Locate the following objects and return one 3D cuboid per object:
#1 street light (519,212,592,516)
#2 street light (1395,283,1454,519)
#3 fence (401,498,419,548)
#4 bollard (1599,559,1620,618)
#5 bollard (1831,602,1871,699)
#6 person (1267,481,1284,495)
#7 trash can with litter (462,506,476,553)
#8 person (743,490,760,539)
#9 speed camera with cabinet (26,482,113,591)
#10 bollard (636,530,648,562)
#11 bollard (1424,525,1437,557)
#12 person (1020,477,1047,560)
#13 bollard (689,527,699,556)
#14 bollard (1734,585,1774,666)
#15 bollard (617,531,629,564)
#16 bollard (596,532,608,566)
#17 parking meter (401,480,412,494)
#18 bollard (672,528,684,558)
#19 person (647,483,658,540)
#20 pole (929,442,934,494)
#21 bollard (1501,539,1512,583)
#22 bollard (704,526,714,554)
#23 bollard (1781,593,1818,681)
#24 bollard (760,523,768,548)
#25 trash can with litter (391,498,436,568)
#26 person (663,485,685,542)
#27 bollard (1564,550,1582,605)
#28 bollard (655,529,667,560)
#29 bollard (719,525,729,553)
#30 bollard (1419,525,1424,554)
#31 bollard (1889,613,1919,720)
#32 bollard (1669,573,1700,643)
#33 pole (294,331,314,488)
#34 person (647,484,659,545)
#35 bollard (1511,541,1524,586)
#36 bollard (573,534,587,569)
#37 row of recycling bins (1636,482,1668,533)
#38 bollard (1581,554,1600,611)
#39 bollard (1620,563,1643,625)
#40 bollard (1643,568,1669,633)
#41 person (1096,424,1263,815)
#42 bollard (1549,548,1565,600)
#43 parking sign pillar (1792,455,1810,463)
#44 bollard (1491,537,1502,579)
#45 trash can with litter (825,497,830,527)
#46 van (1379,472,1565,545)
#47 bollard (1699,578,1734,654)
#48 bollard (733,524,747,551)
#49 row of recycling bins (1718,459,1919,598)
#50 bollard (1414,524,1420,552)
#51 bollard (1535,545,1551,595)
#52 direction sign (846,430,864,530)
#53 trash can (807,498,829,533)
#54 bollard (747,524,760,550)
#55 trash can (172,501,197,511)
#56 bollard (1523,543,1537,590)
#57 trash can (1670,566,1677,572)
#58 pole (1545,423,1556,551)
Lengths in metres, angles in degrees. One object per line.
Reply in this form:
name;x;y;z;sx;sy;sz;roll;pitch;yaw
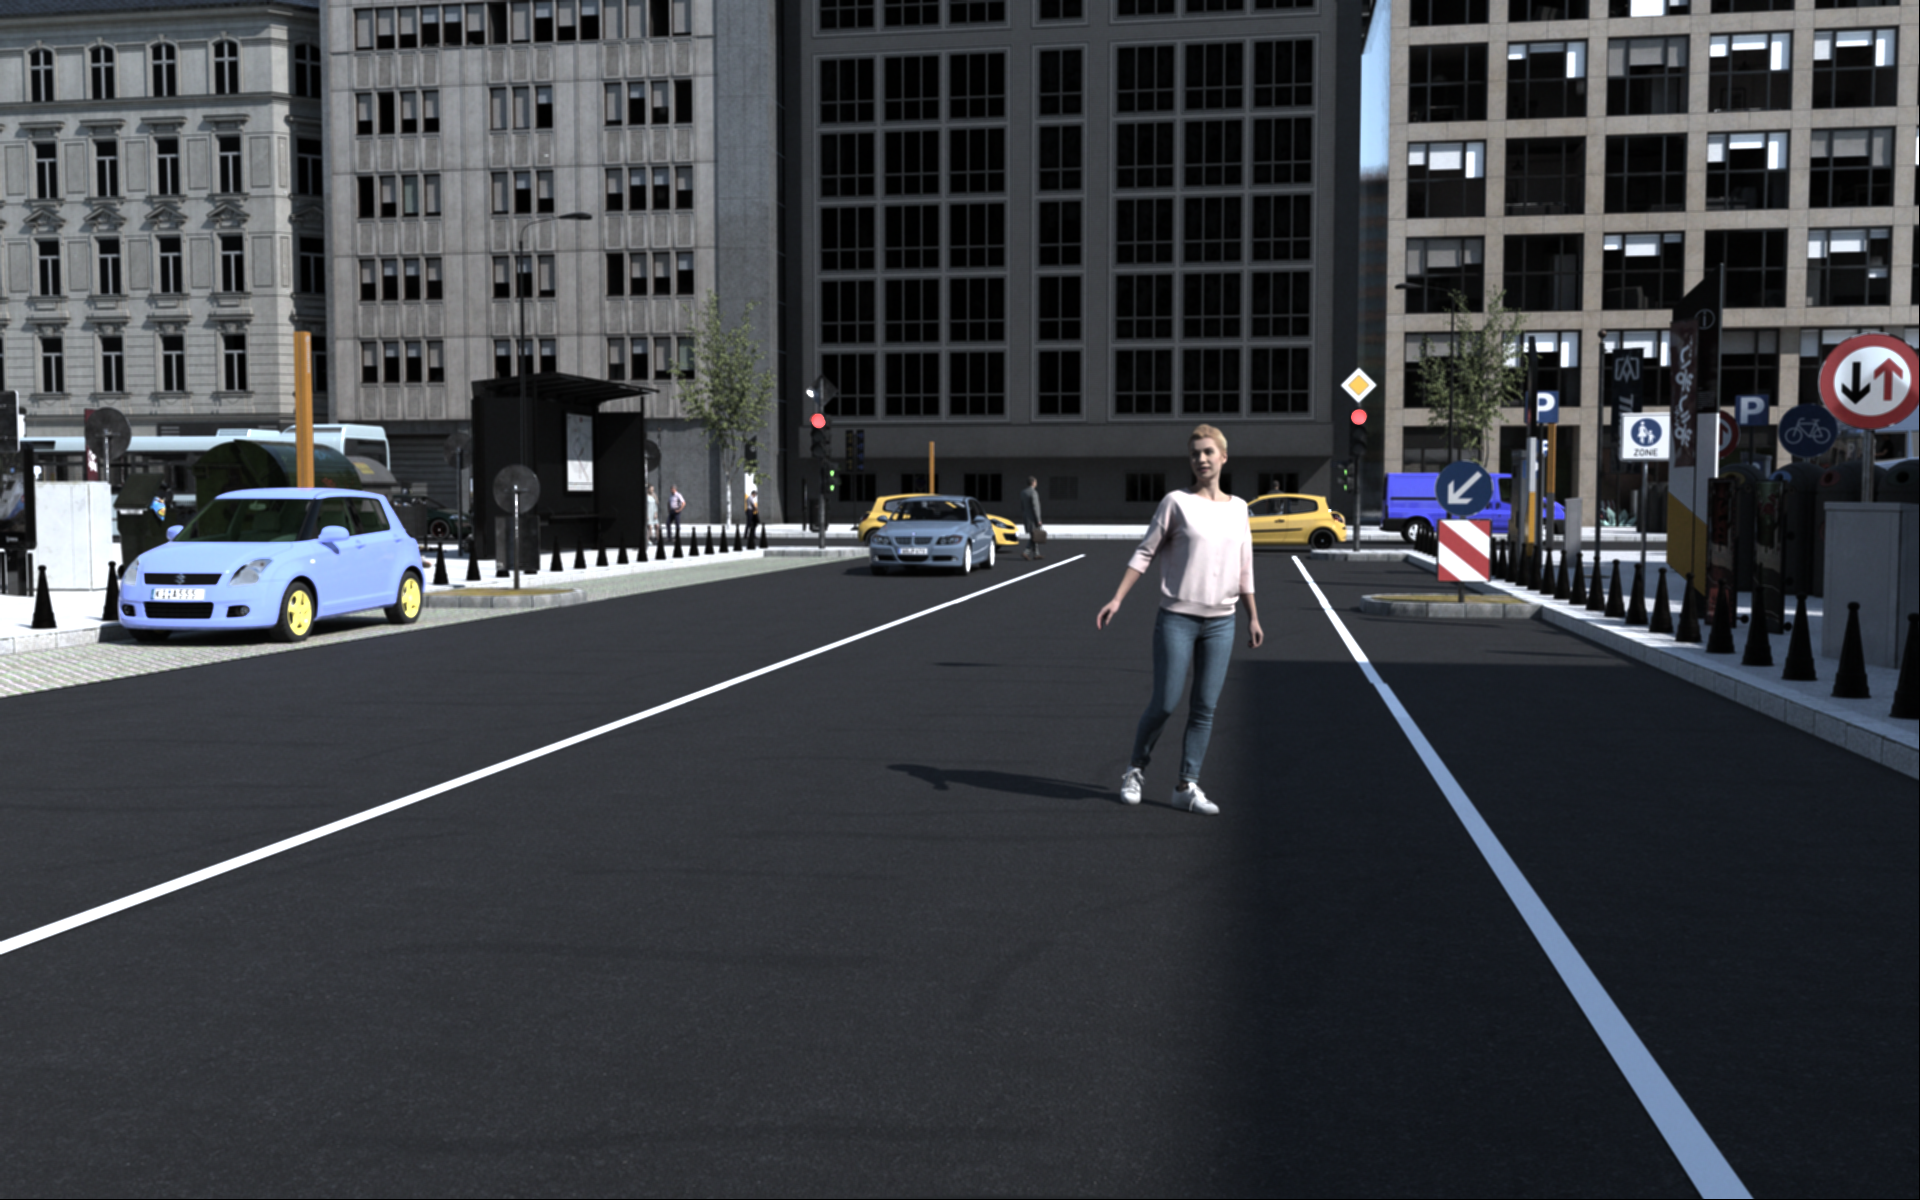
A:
street light;-6.741;-3.438;28.756;1.470;5.913;1.316;1;4;10
street light;10.275;-4.017;38.227;1.470;5.913;1.316;1;4;10
fence;-13.368;-1.881;41.962;0.480;1.192;2.264;-2;4;-26
bollard;6.838;-0.124;18.064;0.229;0.601;0.229;0;3;0
bollard;5.641;0.312;10.948;0.229;0.601;0.229;0;3;0
person;8.978;-2.473;49.055;0.598;1.807;0.434;2;4;33
trash can with litter;-10.508;-1.601;37.566;0.624;1.170;1.055;-3;5;-44
person;-6.695;-2.746;55.611;0.590;1.554;0.614;-1;4;-21
speed camera with cabinet;-12.407;-1.752;22.989;2.038;3.252;0.660;0;4;2
bollard;-6.020;-1.025;32.799;0.229;0.601;0.229;0;3;0
bollard;9.923;-1.244;36.380;0.229;0.601;0.229;0;3;0
person;1.600;-1.776;37.635;0.767;1.812;0.694;-2;4;-30
bollard;-5.509;-1.212;35.851;0.229;0.601;0.229;0;3;0
bollard;5.987;0.187;12.986;0.229;0.601;0.229;0;3;0
bollard;-6.193;-0.963;31.787;0.229;0.601;0.229;0;3;0
bollard;-6.362;-0.901;30.774;0.229;0.601;0.229;0;3;0
parking meter;-23.344;-4.121;73.093;0.399;1.863;0.255;1;4;10
bollard;-5.677;-1.150;34.838;0.229;0.601;0.229;0;3;0
person;-9.592;-2.743;53.691;0.599;1.781;0.374;-3;5;-40
pole;-1.096;-4.496;67.360;0.158;3.312;0.155;0;3;0
bollard;8.036;-0.558;25.172;0.229;0.601;0.229;0;3;0
bollard;-5.338;-1.274;36.864;0.229;0.601;0.229;0;3;0
bollard;5.811;0.249;11.975;0.229;0.601;0.229;0;3;0
bollard;-4.649;-1.524;40.961;0.229;0.601;0.229;0;3;0
trash can with litter;-10.110;-1.162;30.056;2.233;1.210;1.678;-2;4;-25
person;-8.649;-2.620;52.279;0.436;1.711;0.756;-3;5;-40
bollard;7.183;-0.248;20.097;0.229;0.601;0.229;0;3;0
bollard;-5.850;-1.088;33.826;0.229;0.601;0.229;0;3;0
bollard;-5.169;-1.335;37.876;0.229;0.601;0.229;0;3;0
bollard;10.095;-1.306;37.392;0.229;0.601;0.229;0;3;0
bollard;5.468;0.373;9.936;0.229;0.601;0.229;0;3;0
bollard;6.325;0.062;15.021;0.229;0.601;0.229;0;3;0
pole;-8.257;-1.712;21.840;0.158;3.312;0.155;0;3;0
person;-8.740;-2.408;48.871;0.522;1.701;0.512;3;5;40
bollard;7.863;-0.496;24.155;0.229;0.601;0.229;0;3;0
bollard;-6.534;-0.839;29.762;0.229;0.601;0.229;0;3;0
row of recycling bins;23.429;-3.048;56.952;1.069;1.692;3.534;-1;4;-9
bollard;7.011;-0.186;19.078;0.229;0.601;0.229;0;3;0
bollard;6.670;-0.062;17.050;0.229;0.601;0.229;0;3;0
bollard;6.498;0.001;16.033;0.229;0.601;0.229;0;3;0
person;0.936;0.080;7.865;0.731;1.740;0.598;-2;4;-28
bollard;7.352;-0.310;21.109;0.229;0.601;0.229;0;3;0
parking sign pillar;26.019;-3.982;53.576;1.447;3.967;1.447;2;4;30
bollard;8.208;-0.621;26.198;0.229;0.601;0.229;0;3;0
trash can with litter;-5.431;-3.408;67.116;0.624;1.170;1.055;-1;4;-22
van;14.799;-2.783;49.888;5.245;2.365;2.240;1;4;11
bollard;6.155;0.125;13.999;0.229;0.601;0.229;0;3;0
bollard;-4.994;-1.398;38.902;0.229;0.601;0.229;0;3;0
row of recycling bins;10.868;-0.900;21.835;1.069;1.692;3.534;-1;4;-21
bollard;10.264;-1.368;38.404;0.229;0.601;0.229;0;3;0
bollard;7.522;-0.372;22.122;0.229;0.601;0.229;0;3;0
direction sign;-3.700;-4.227;61.107;0.876;3.537;0.379;3;5;41
trash can;-4.741;-2.832;57.949;0.748;1.137;0.748;0;3;0
bollard;-4.818;-1.461;39.932;0.229;0.601;0.229;0;3;0
trash can;-16.727;-1.583;37.533;0.748;1.137;0.748;0;3;0
bollard;7.695;-0.434;23.143;0.229;0.601;0.229;0;3;0
trash can;12.010;-1.027;28.450;0.748;1.137;0.748;0;3;0
pole;13.233;-2.749;38.786;0.158;3.312;0.155;0;3;0
